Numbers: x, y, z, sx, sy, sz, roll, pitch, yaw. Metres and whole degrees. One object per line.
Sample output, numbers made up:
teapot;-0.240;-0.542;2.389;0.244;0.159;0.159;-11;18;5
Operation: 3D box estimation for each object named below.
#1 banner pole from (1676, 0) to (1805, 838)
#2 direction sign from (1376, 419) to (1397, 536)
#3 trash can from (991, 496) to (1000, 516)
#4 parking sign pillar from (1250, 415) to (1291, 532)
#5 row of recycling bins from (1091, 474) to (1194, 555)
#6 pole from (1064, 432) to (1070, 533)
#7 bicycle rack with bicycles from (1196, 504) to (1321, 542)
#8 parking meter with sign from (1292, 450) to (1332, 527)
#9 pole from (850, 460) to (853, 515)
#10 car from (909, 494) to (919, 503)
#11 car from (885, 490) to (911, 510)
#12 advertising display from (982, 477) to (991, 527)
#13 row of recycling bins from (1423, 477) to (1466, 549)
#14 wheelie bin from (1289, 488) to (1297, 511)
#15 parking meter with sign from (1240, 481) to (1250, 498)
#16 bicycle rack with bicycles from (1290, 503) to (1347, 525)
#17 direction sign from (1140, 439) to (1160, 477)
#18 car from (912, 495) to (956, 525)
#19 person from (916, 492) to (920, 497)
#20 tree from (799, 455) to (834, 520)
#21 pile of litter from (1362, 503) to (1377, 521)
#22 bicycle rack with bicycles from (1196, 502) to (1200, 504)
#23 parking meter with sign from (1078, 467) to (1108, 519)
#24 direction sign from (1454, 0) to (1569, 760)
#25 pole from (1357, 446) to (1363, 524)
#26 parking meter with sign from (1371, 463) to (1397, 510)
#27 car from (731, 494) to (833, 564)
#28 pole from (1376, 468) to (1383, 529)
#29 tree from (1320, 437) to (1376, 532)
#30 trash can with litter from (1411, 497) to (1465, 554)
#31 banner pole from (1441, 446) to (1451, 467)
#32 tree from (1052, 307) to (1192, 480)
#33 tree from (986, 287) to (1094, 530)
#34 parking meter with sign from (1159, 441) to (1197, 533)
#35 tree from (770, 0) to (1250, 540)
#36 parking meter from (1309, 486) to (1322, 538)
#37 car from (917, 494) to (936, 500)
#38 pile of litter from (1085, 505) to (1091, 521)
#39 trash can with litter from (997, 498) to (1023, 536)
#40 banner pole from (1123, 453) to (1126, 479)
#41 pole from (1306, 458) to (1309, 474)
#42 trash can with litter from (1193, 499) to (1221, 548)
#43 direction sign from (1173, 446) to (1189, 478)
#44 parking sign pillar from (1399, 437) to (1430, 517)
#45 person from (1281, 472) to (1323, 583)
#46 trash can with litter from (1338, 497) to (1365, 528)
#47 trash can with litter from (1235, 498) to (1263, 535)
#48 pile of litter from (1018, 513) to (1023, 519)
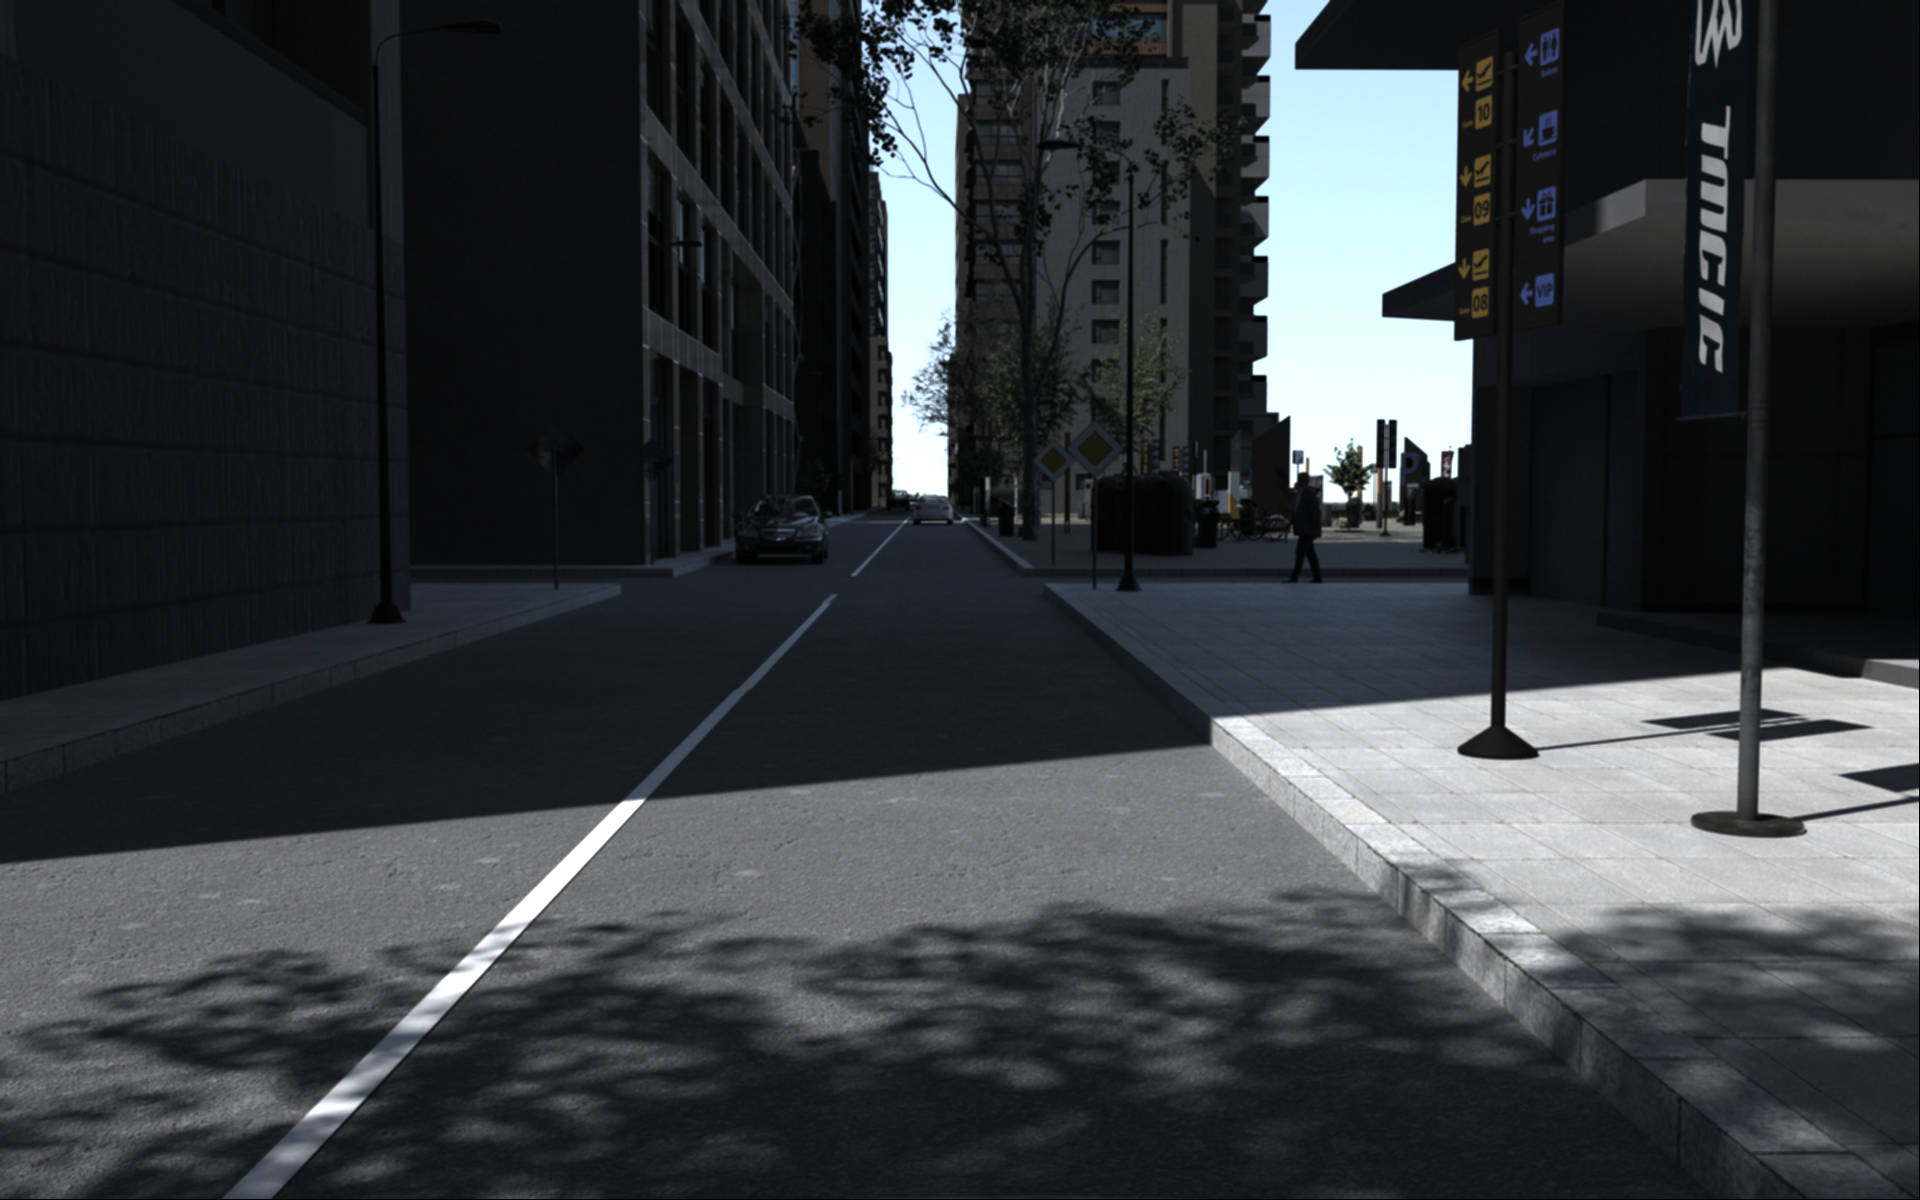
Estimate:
banner pole;3.012;-1.025;6.771;0.401;3.779;0.863;0;4;-3
direction sign;12.935;-3.705;52.567;0.876;3.537;0.379;-2;4;-35
trash can;2.006;-5.595;103.124;0.748;1.137;0.748;0;3;0
parking sign pillar;10.579;-4.320;59.102;1.447;3.967;1.447;0;4;3
row of recycling bins;3.967;-1.877;37.810;1.069;1.692;3.534;-2;4;-24
pole;3.540;-3.870;57.114;0.158;3.312;0.155;0;3;0
bicycle rack with bicycles;8.127;-2.071;47.243;2.925;0.926;2.852;2;4;26
parking meter with sign;13.917;-4.401;68.221;0.543;3.016;1.738;-3;4;-36
pole;-6.572;-6.794;104.922;0.158;3.312;0.155;0;3;0
car;-7.118;-15.209;260.668;2.014;1.417;4.499;0;4;-2
car;-5.466;-8.835;153.117;2.281;1.827;5.304;0;4;0
advertising display;1.023;-3.775;66.932;0.123;1.923;0.974;1;4;13
row of recycling bins;12.251;-2.129;41.918;1.069;1.692;3.534;3;4;38
wheelie bin;16.689;-4.864;87.431;0.980;1.594;0.693;-2;4;-25
parking meter with sign;17.139;-6.564;103.580;1.738;3.016;0.543;-2;4;-29
bicycle rack with bicycles;14.901;-3.578;71.879;2.852;0.926;2.925;-1;4;-14
direction sign;7.891;-4.892;71.984;0.876;3.537;0.379;2;4;35
car;-1.245;-4.253;81.891;2.083;1.381;4.827;0;4;0
person;-6.500;-15.634;264.133;1.348;1.822;0.705;-2;4;-35
tree;-6.935;-5.523;84.907;1.663;3.219;1.824;0;3;0
pile of litter;19.349;-4.201;82.650;1.719;0.858;1.176;0;4;0
bicycle rack with bicycles;13.288;-5.087;96.546;2.925;0.926;2.852;0;4;-7
parking meter with sign;6.766;-5.656;88.742;0.543;3.016;1.738;-3;5;-41
direction sign;2.651;-1.005;8.436;0.379;3.537;0.876;-1;4;-16
pole;16.975;-4.874;73.533;0.158;3.312;0.155;0;3;0
parking meter with sign;24.043;-6.223;98.012;0.543;3.016;1.738;-2;4;-30
car;-3.784;-1.551;37.163;2.131;1.459;4.920;0;4;-3
pole;15.579;-4.306;64.244;0.158;3.312;0.155;0;3;0
tree;13.284;-3.911;58.544;1.663;3.219;1.824;0;3;0
trash can with litter;10.605;-1.653;38.083;1.678;1.210;2.233;2;4;26
banner pole;25.186;-6.096;89.692;0.401;3.779;0.863;-2;4;-28
tree;6.846;-7.176;67.692;4.737;8.622;4.395;0;3;0
tree;2.836;-6.847;62.315;4.360;8.622;3.978;0;3;0
parking meter with sign;6.888;-3.709;56.904;1.738;3.016;0.543;1;4;14
tree;1.186;-11.645;46.291;12.611;20.169;13.585;0;3;0
parking meter;10.431;-2.595;50.845;0.372;1.533;0.369;0;3;0
car;-2.415;-7.848;138.101;2.009;1.686;4.222;0;4;-1
pile of litter;6.678;-4.234;83.198;1.176;0.858;1.719;-1;4;-17
trash can with litter;1.650;-2.521;52.611;1.055;1.170;0.624;1;4;8
banner pole;9.198;-6.508;96.425;0.401;3.779;0.863;1;4;21
pole;19.368;-6.283;96.577;0.158;3.312;0.155;0;3;0
trash can with litter;5.777;-1.851;41.651;0.624;1.170;1.055;-2;4;-30
direction sign;10.462;-5.512;82.120;0.876;3.537;0.379;3;4;37
parking sign pillar;21.107;-5.636;80.614;1.447;3.967;1.447;-2;4;-34
person;5.320;-1.110;27.042;0.834;1.777;0.661;-1;4;-22
trash can with litter;14.690;-3.282;65.044;0.624;1.170;1.055;3;5;45
trash can with litter;9.117;-2.624;54.289;0.624;1.170;1.055;3;4;39
pile of litter;3.343;-4.605;89.255;1.719;0.858;1.176;-2;4;-34
